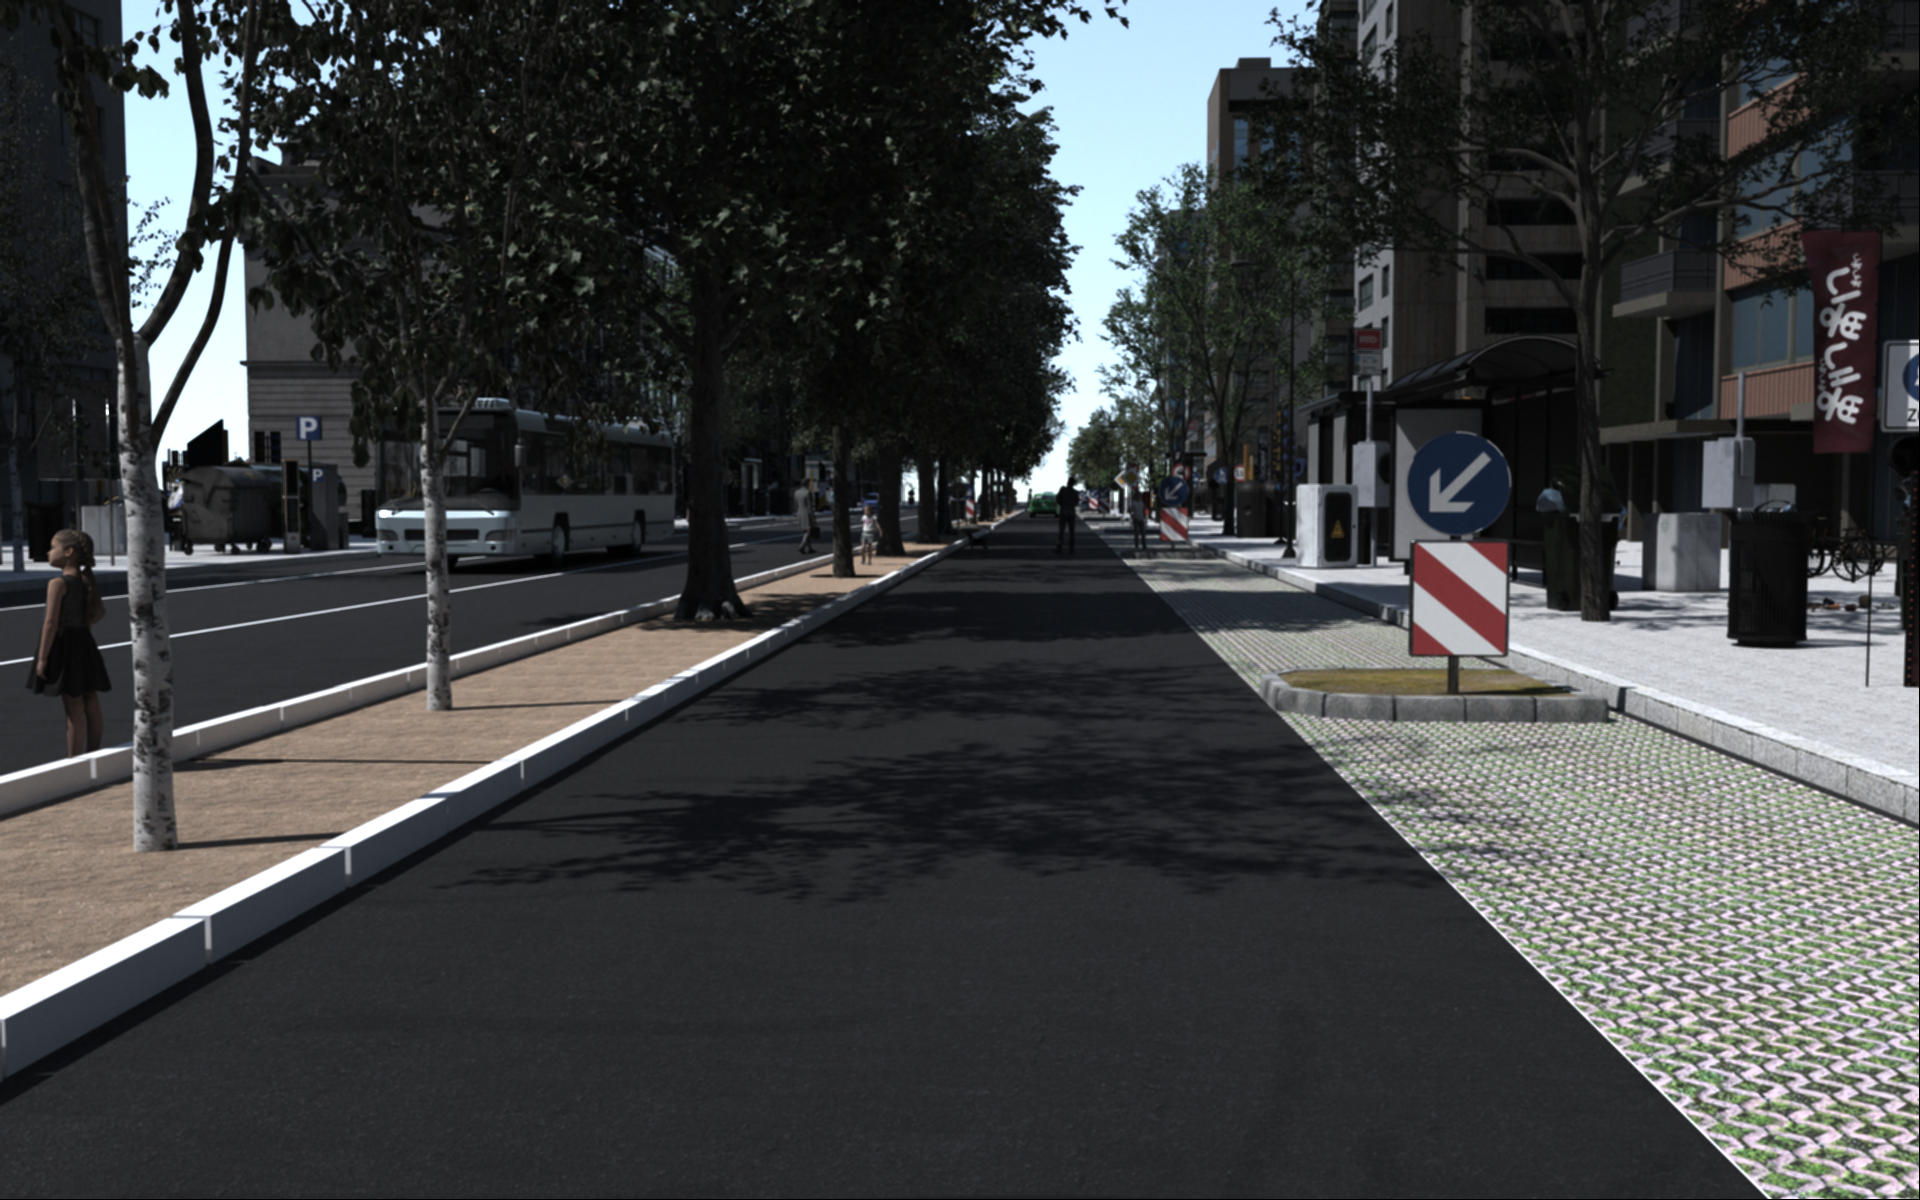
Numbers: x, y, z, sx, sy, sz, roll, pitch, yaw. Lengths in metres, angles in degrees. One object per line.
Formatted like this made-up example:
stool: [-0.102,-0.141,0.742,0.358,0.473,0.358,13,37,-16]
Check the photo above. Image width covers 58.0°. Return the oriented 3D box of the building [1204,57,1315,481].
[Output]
building: [32.955,-32.356,179.125,14.600,45.320,14.200,0,4,3]

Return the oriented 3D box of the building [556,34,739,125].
building: [-29.229,-31.083,162.830,22.147,44.769,28.867,0,4,3]

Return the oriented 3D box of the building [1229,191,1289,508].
building: [32.636,-24.082,165.447,14.160,30.474,14.107,0,4,3]

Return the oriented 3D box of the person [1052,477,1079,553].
person: [2.589,-2.089,42.462,0.655,1.846,0.447,-1,4,-14]

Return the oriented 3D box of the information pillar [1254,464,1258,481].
information pillar: [23.029,-8.748,134.389,0.504,3.616,0.183,-1,4,-12]

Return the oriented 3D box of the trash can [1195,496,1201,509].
trash can: [18.635,-7.612,136.103,0.748,1.137,0.748,0,3,0]

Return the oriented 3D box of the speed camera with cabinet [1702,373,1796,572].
speed camera with cabinet: [13.188,-2.115,28.920,2.038,3.252,0.660,-3,4,-37]

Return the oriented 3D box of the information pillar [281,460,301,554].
information pillar: [-14.360,-2.000,37.185,0.304,2.012,0.304,-2,4,-32]

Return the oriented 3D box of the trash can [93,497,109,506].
trash can: [-40.215,-4.254,81.204,0.748,1.137,0.748,0,3,0]

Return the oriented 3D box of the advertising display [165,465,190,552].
advertising display: [-17.458,-2.047,38.682,0.974,1.923,0.123,3,5,42]

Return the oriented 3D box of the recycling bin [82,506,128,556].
recycling bin: [-17.891,-1.450,36.266,0.722,1.027,0.722,-1,4,-10]

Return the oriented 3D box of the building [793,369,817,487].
building: [-27.986,-32.853,191.768,22.147,44.769,28.867,0,4,3]

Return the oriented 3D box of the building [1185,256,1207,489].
building: [46.757,-34.859,261.828,32.217,40.220,23.993,0,4,3]

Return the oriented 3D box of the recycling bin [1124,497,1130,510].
recycling bin: [13.067,-7.624,137.205,0.722,1.027,0.722,1,4,21]

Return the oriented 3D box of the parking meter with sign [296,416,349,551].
parking meter with sign: [-14.492,-2.646,39.520,0.543,3.016,1.738,0,4,2]

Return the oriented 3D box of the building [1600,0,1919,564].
building: [27.099,-23.336,36.172,22.147,44.769,28.867,0,4,3]

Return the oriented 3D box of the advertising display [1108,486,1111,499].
advertising display: [12.296,-8.413,142.761,0.123,1.923,0.974,0,4,-1]

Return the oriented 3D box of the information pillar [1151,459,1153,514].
information pillar: [12.640,-7.513,114.193,0.183,3.616,0.504,-1,4,-9]

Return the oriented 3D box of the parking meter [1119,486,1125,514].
parking meter: [10.653,-6.624,114.010,0.255,1.863,0.399,2,4,32]

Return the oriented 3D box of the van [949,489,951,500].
van: [-0.616,-11.497,192.358,2.240,2.365,5.245,0,4,4]

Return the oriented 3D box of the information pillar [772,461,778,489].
information pillar: [-13.095,-8.040,122.815,0.504,3.616,0.183,0,4,2]

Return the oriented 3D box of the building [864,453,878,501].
building: [-22.622,-40.204,281.042,21.300,48.544,21.600,0,4,3]

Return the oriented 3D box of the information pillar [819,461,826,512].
information pillar: [-9.627,-7.929,120.996,0.504,3.616,0.183,0,4,5]

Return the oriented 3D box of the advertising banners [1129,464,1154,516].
advertising banners: [10.781,-6.337,99.791,2.074,3.025,0.090,0,4,-1]

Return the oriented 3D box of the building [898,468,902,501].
building: [-17.646,-32.292,299.670,14.160,30.474,14.107,0,4,3]

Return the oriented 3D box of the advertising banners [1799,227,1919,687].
advertising banners: [6.554,-0.931,11.405,2.074,3.025,0.090,0,4,4]

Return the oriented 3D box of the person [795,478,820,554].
person: [-3.650,-2.011,41.481,0.694,1.812,0.767,3,5,45]

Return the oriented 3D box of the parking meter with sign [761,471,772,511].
parking meter with sign: [-14.488,-8.145,129.431,1.738,3.016,0.543,3,4,36]

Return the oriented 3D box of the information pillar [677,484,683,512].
information pillar: [-19.579,-7.130,121.063,0.304,2.012,0.304,-2,4,-35]

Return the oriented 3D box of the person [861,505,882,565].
person: [-1.780,-1.300,34.771,0.505,1.210,0.382,1,4,17]

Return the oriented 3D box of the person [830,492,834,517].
person: [-7.837,-6.141,108.769,0.638,1.841,0.748,0,4,2]

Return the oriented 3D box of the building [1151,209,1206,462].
building: [43.479,-40.939,288.956,23.786,49.044,30.456,0,4,3]

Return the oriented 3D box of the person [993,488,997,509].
person: [1.991,-6.078,107.715,0.661,1.843,0.795,0,4,-8]

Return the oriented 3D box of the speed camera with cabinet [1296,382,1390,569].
speed camera with cabinet: [6.775,-2.188,30.114,2.038,3.252,0.660,-2,4,-34]

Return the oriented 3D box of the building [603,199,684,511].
building: [-27.482,-19.812,121.190,12.463,27.353,25.104,0,4,3]

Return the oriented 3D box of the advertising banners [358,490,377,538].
advertising banners: [-16.705,-3.365,51.205,2.074,3.025,0.090,-1,4,-22]

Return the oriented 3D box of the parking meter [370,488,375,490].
parking meter: [-24.775,-3.968,73.293,0.372,1.533,0.369,0,3,0]

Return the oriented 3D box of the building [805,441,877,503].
building: [-27.034,-40.812,256.522,28.713,52.752,27.495,0,4,3]

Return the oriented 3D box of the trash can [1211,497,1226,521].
trash can: [12.326,-4.342,82.639,0.748,1.137,0.748,0,3,0]

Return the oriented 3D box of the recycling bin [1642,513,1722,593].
recycling bin: [9.524,-0.631,22.872,0.722,1.027,0.722,-1,4,-12]

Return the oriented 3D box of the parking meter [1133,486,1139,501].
parking meter: [12.239,-7.027,120.610,0.399,1.863,0.255,-2,4,-32]

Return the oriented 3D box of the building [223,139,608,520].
building: [-28.661,-15.566,96.298,13.314,21.916,24.055,0,4,3]

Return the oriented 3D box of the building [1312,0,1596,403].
building: [27.637,-20.207,102.078,14.160,30.474,14.107,0,4,3]

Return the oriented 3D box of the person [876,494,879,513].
person: [-6.056,-7.482,131.007,0.537,1.800,0.526,2,4,33]

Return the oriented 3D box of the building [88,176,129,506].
building: [-54.505,-14.744,90.211,18.267,20.994,9.793,0,4,3]

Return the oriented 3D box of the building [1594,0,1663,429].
building: [27.925,-19.274,86.830,14.107,30.474,14.160,0,4,3]

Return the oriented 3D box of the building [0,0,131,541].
building: [-31.948,-22.244,47.280,14.086,41.232,14.154,0,4,3]

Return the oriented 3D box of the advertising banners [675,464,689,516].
advertising banners: [-15.872,-6.411,101.000,2.074,3.025,0.090,-2,4,-26]

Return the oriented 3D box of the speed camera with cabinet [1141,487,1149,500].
speed camera with cabinet: [15.222,-8.955,140.749,0.660,3.252,2.038,-3,4,-38]

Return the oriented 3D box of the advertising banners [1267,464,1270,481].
advertising banners: [17.398,-6.368,100.304,2.074,3.025,0.090,-3,4,-38]

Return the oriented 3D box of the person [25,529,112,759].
person: [-4.533,0.268,8.781,0.373,1.253,0.362,1,4,10]

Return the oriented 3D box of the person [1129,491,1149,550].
person: [4.464,-1.946,42.905,0.523,1.515,0.503,3,5,40]

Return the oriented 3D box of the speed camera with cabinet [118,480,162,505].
speed camera with cabinet: [-28.566,-4.035,60.311,2.038,3.252,0.660,3,5,39]

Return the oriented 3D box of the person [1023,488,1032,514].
person: [4.984,-7.188,125.872,0.795,1.843,0.661,0,4,7]

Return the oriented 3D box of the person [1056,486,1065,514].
person: [4.439,-4.023,74.524,0.600,1.795,0.529,1,4,9]

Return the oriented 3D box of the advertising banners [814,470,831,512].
advertising banners: [-10.394,-7.949,126.157,2.074,3.025,0.090,0,4,-7]

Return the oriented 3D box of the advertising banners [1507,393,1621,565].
advertising banners: [10.499,-2.078,30.166,2.074,3.025,0.090,0,4,-4]

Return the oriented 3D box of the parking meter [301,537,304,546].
parking meter: [-16.531,-2.127,43.180,0.372,1.533,0.369,0,3,0]
